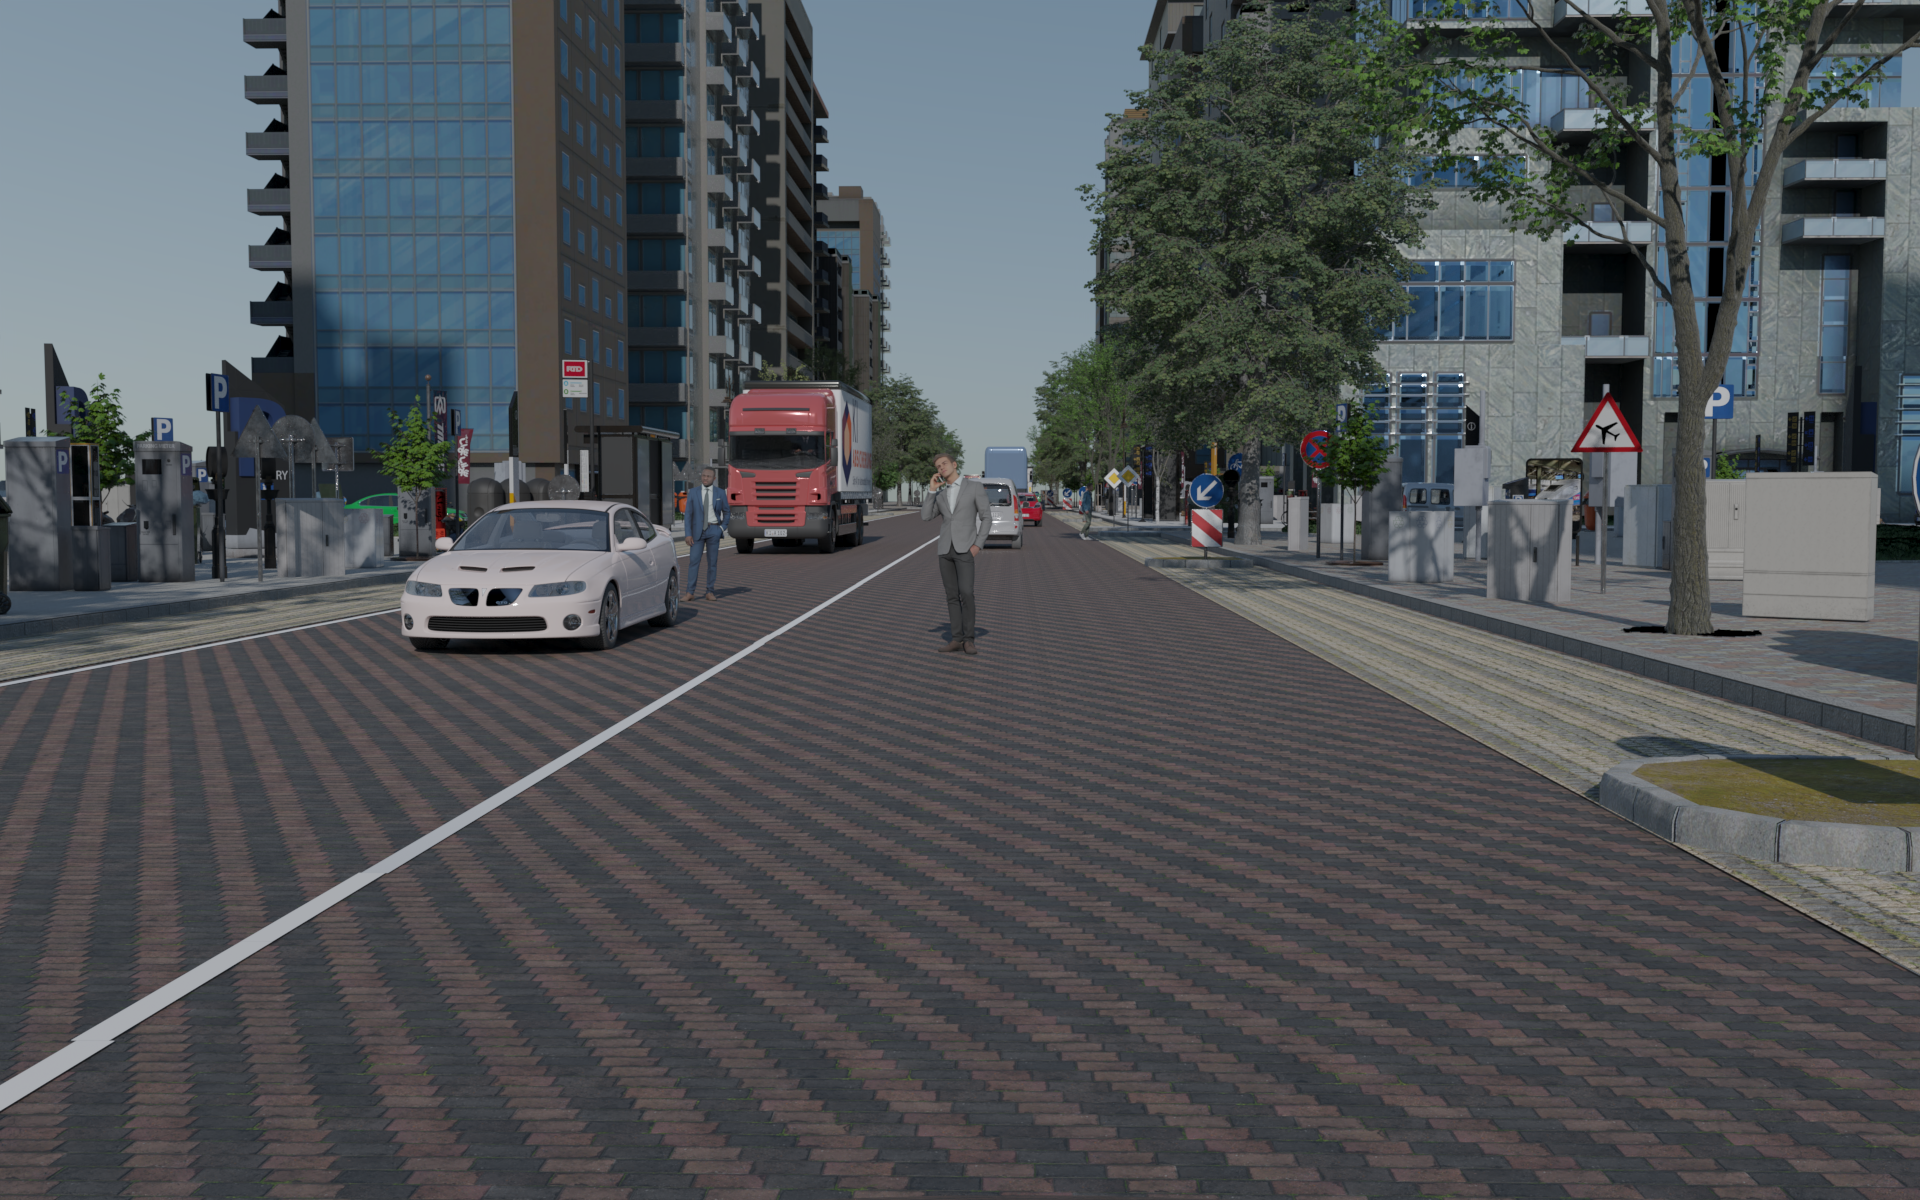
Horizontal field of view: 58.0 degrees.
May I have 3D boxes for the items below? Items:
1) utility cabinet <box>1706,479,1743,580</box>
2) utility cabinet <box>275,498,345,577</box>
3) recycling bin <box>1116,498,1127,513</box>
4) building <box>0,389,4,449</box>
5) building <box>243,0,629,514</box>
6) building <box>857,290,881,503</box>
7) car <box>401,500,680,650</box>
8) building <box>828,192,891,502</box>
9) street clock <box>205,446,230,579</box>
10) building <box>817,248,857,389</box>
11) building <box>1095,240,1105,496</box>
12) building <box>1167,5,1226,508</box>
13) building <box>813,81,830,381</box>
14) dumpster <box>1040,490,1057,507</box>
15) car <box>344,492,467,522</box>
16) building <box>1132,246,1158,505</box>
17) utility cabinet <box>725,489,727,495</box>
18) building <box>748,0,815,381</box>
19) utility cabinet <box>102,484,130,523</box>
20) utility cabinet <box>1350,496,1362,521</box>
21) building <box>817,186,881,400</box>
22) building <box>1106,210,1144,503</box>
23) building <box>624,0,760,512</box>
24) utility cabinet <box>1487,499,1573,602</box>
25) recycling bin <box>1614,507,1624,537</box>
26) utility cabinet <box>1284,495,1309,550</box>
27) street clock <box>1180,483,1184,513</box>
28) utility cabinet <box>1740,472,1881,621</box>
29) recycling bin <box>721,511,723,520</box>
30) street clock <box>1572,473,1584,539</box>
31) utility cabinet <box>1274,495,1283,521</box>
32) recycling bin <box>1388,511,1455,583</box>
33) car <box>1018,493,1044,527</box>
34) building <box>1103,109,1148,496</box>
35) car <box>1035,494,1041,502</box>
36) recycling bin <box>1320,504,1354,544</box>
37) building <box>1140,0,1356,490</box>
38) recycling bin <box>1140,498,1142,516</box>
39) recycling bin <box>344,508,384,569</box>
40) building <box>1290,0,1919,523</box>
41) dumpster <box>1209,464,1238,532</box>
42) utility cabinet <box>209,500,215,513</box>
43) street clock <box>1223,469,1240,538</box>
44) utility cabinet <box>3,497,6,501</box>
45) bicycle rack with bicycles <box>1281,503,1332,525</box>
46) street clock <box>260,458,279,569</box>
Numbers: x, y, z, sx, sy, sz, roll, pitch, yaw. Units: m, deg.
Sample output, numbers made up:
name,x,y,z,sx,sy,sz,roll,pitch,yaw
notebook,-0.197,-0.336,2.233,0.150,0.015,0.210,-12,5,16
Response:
name,x,y,z,sx,sy,sz,roll,pitch,yaw
utility cabinet,11.367,-1.039,25.667,1.173,1.500,0.318,1,4,15
utility cabinet,-10.153,-0.975,27.105,0.306,1.237,1.020,3,4,37
recycling bin,11.081,-6.475,118.414,0.722,1.027,0.722,-1,4,-10
building,-65.822,-33.244,85.545,28.212,58.520,21.231,0,4,2
building,-24.687,-26.537,83.991,14.600,45.320,14.200,0,4,2
building,-18.536,-28.725,241.347,14.160,30.474,14.107,0,4,2
car,-4.069,-0.312,17.456,2.083,1.381,4.827,0,4,2
building,-22.631,-40.244,277.603,23.786,49.044,30.456,0,4,2
street clock,-11.260,-1.328,26.281,0.358,2.002,0.471,-2,4,-35
building,-20.070,-26.276,201.317,14.160,30.474,14.107,0,4,2
building,30.144,-39.318,292.966,14.600,45.320,14.200,0,4,2
building,26.669,-31.219,160.537,14.600,45.320,14.200,0,4,2
building,-25.281,-32.081,179.156,22.147,44.769,28.867,0,4,2
dumpster,9.278,-10.553,180.755,1.865,1.857,1.264,0,4,3
car,-20.578,-3.387,64.180,4.718,1.807,1.959,0,4,2
building,27.059,-26.353,202.568,14.160,30.474,14.107,0,4,2
utility cabinet,-9.872,-4.199,77.330,1.173,1.500,0.318,0,4,-1
building,-24.779,-32.421,153.789,21.300,48.544,21.600,0,4,2
utility cabinet,-19.248,-1.872,39.289,1.173,1.500,0.318,3,5,39
utility cabinet,16.351,-3.612,70.215,1.020,1.237,0.306,0,4,-1
building,-19.094,-37.016,255.318,14.600,45.320,14.200,0,4,2
building,28.194,-34.683,250.667,14.154,41.232,14.086,0,4,2
building,-26.220,-30.674,121.132,23.786,49.044,30.456,0,4,2
utility cabinet,6.909,-0.605,21.051,0.306,1.237,1.020,-3,4,-36
recycling bin,19.943,-2.392,51.669,0.722,1.027,0.722,1,4,12
utility cabinet,7.787,-1.758,39.902,0.306,1.237,1.020,1,4,22
street clock,14.977,-6.938,118.007,0.358,2.002,0.471,-3,5,-42
utility cabinet,8.670,-0.551,17.682,1.173,1.500,0.318,3,5,39
recycling bin,-10.019,-3.669,72.543,0.722,1.027,0.722,2,4,29
street clock,17.443,-2.727,49.150,0.471,2.002,0.358,2,4,24
utility cabinet,15.714,-4.408,83.235,0.306,1.237,1.020,-3,4,-36
recycling bin,6.760,-0.785,25.383,0.722,1.027,0.722,3,5,41
car,2.717,-4.176,77.325,2.155,1.783,4.494,0,3,0
building,33.083,-44.594,271.115,21.231,58.520,28.212,0,4,2
car,10.853,-14.171,240.484,1.959,1.807,4.718,0,4,3
recycling bin,9.831,-1.997,45.201,0.722,1.027,0.722,-1,4,-22
building,34.023,-36.188,180.914,28.713,52.752,27.495,0,4,2
recycling bin,11.064,-5.475,102.069,0.722,1.027,0.722,-2,4,-25
recycling bin,-10.477,-1.077,30.162,0.722,1.027,0.722,0,4,-6
building,32.223,-47.134,83.315,31.000,86.520,22.319,0,4,2
dumpster,8.831,-3.326,56.871,1.502,2.255,1.985,0,4,2
utility cabinet,-25.529,-2.923,58.960,0.306,1.237,1.020,-2,4,-32
street clock,7.905,-2.806,50.447,0.471,2.002,0.358,1,4,19
utility cabinet,-19.572,-1.531,36.198,0.306,1.237,1.020,0,4,1
bicycle rack with bicycles,14.141,-3.359,68.298,2.925,0.926,2.852,0,4,6
street clock,-11.881,-1.542,29.782,0.358,2.002,0.471,-2,4,-25
